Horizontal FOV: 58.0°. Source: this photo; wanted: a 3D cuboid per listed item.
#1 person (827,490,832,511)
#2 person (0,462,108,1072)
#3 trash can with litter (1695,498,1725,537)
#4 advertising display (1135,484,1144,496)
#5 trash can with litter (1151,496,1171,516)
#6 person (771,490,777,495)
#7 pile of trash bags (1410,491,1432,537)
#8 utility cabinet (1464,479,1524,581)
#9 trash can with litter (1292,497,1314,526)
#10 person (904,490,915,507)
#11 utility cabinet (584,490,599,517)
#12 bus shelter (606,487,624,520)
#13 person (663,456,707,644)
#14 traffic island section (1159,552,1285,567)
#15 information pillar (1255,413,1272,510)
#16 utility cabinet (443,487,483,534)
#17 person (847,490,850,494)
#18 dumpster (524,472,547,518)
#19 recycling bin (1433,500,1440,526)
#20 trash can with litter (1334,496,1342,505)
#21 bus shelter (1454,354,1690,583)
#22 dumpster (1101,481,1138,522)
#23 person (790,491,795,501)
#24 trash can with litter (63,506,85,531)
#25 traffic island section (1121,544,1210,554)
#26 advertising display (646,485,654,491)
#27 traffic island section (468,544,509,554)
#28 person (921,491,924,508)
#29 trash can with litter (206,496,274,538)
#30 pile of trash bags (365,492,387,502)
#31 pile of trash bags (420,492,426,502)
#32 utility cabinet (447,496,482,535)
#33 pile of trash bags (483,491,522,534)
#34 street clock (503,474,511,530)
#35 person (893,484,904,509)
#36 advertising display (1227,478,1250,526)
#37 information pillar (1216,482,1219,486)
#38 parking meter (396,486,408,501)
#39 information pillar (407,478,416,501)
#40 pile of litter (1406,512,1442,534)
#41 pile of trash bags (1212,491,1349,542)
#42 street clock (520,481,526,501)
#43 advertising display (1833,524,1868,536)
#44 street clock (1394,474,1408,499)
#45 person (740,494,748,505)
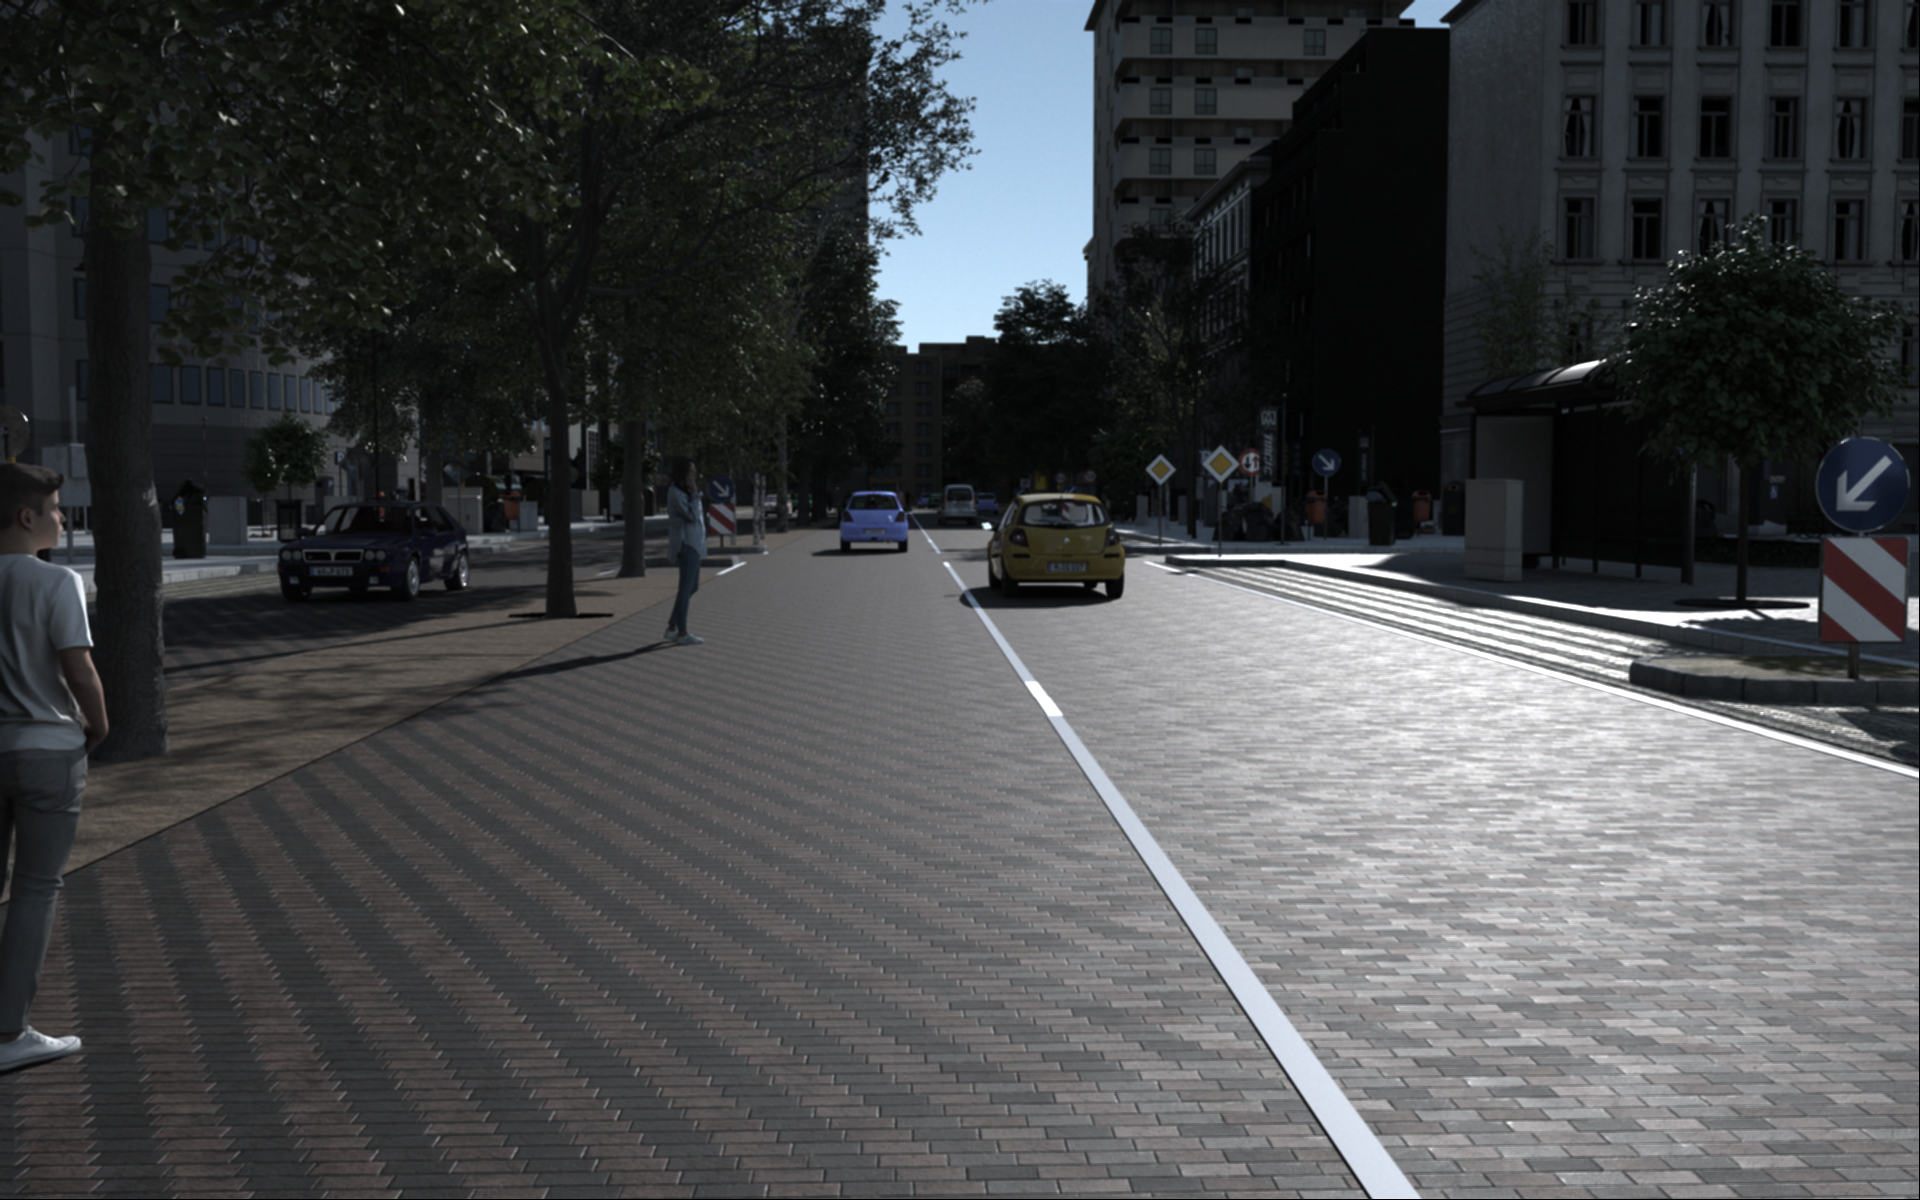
[{"bbox_3d":[-11.042,-8.407,146.089,0.705,1.807,1.348,1,4,19],"label":"person"},{"bbox_3d":[-2.422,0.412,4.359,0.503,1.515,0.523,-2,4,-27],"label":"person"},{"bbox_3d":[19.747,-2.101,45.734,1.055,1.170,0.624,-2,4,-31],"label":"trash can with litter"},{"bbox_3d":[11.228,-6.304,108.291,0.123,1.923,0.974,3,4,38],"label":"advertising display"},{"bbox_3d":[11.496,-5.522,101.346,1.678,1.210,2.233,1,4,20],"label":"trash can with litter"},{"bbox_3d":[-13.194,-6.989,123.494,1.217,1.743,0.721,2,4,29],"label":"person"},{"bbox_3d":[12.379,-2.570,51.779,3.447,1.369,1.912,0,4,-1],"label":"pile of trash bags"},{"bbox_3d":[7.885,-1.034,25.579,0.318,1.500,1.173,-1,4,-11],"label":"utility cabinet"},{"bbox_3d":[13.756,-3.518,68.900,1.055,1.170,0.624,2,4,32],"label":"trash can with litter"},{"bbox_3d":[-4.169,-7.925,138.902,1.217,1.723,0.721,1,4,15],"label":"person"},{"bbox_3d":[-20.845,-5.403,97.021,1.173,1.500,0.318,-2,4,-24],"label":"utility cabinet"},{"bbox_3d":[-16.938,-5.795,88.672,2.014,3.302,5.546,0,4,-2],"label":"bus shelter"},{"bbox_3d":[-2.647,-0.478,16.573,0.793,1.790,0.793,-3,4,-36],"label":"person"},{"bbox_3d":[5.290,-0.786,35.135,2.009,0.180,2.903,0,4,-2],"label":"traffic island section"},{"bbox_3d":[8.750,-3.588,50.012,0.504,3.616,0.183,0,4,7],"label":"information pillar"},{"bbox_3d":[-15.846,-2.847,55.220,1.173,1.500,0.318,-1,4,-9],"label":"utility cabinet"},{"bbox_3d":[-11.866,-10.796,184.953,0.705,1.831,1.348,0,4,5],"label":"person"},{"bbox_3d":[-18.376,-4.530,76.551,1.502,2.255,1.985,0,4,-2],"label":"dumpster"},{"bbox_3d":[19.621,-3.515,70.022,0.722,1.027,0.722,-1,4,-16],"label":"recycling bin"},{"bbox_3d":[12.870,-2.951,59.301,1.678,1.210,2.233,0,4,6],"label":"trash can with litter"},{"bbox_3d":[9.651,-2.041,27.288,2.014,3.302,5.546,0,4,-2],"label":"bus shelter"},{"bbox_3d":[7.513,-4.829,81.449,1.502,2.255,1.985,0,4,-2],"label":"dumpster"},{"bbox_3d":[-14.945,-8.860,153.880,0.721,1.766,1.217,-2,4,-23],"label":"person"},{"bbox_3d":[-31.262,-3.021,60.451,1.678,1.210,2.233,0,4,3],"label":"trash can with litter"},{"bbox_3d":[5.000,-1.274,43.115,2.009,0.180,2.903,0,4,-2],"label":"traffic island section"},{"bbox_3d":[-19.688,-6.385,109.608,0.974,1.923,0.123,-2,4,-30],"label":"advertising display"},{"bbox_3d":[-12.280,-1.236,42.493,2.009,0.180,2.903,0,4,-2],"label":"traffic island section"},{"bbox_3d":[-3.896,-10.481,180.411,0.434,1.755,0.990,1,4,11],"label":"person"},{"bbox_3d":[-21.191,-2.452,51.146,2.233,1.210,1.678,0,4,0],"label":"trash can with litter"},{"bbox_3d":[-21.482,-3.344,64.420,1.912,1.369,3.447,-1,4,-15],"label":"pile of trash bags"},{"bbox_3d":[-29.994,-5.294,96.313,1.912,1.369,3.447,-1,4,-15],"label":"pile of trash bags"},{"bbox_3d":[-15.397,-2.608,53.795,1.020,1.237,0.306,1,4,10],"label":"utility cabinet"},{"bbox_3d":[-15.632,-2.893,57.060,3.447,1.369,1.912,3,4,37],"label":"pile of trash bags"},{"bbox_3d":[-16.128,-3.504,61.859,0.358,2.002,0.471,-1,4,-15],"label":"street clock"},{"bbox_3d":[-2.405,-3.533,66.279,0.555,1.821,0.388,-1,4,-19],"label":"person"},{"bbox_3d":[11.350,-3.999,70.595,0.974,1.923,0.123,2,4,30],"label":"advertising display"},{"bbox_3d":[15.070,-5.951,101.791,0.304,2.012,0.304,3,5,41],"label":"information pillar"},{"bbox_3d":[-18.260,-2.952,56.684,0.372,1.533,0.369,0,3,0],"label":"parking meter"},{"bbox_3d":[-24.497,-4.457,77.364,0.304,2.012,0.304,-2,4,-25],"label":"information pillar"},{"bbox_3d":[14.791,-2.553,55.701,1.719,0.858,1.176,0,4,4],"label":"pile of litter"},{"bbox_3d":[8.682,-2.302,47.391,3.447,1.369,1.912,-2,4,-32],"label":"pile of trash bags"},{"bbox_3d":[-23.930,-5.517,94.771,0.358,2.002,0.471,1,4,11],"label":"street clock"},{"bbox_3d":[23.567,-2.482,45.787,0.974,1.923,0.123,0,4,1],"label":"advertising display"},{"bbox_3d":[16.149,-3.600,63.423,0.471,2.002,0.358,1,4,20],"label":"street clock"},{"bbox_3d":[-24.445,-11.264,195.893,0.991,1.433,0.599,-3,4,-38],"label":"person"}]
